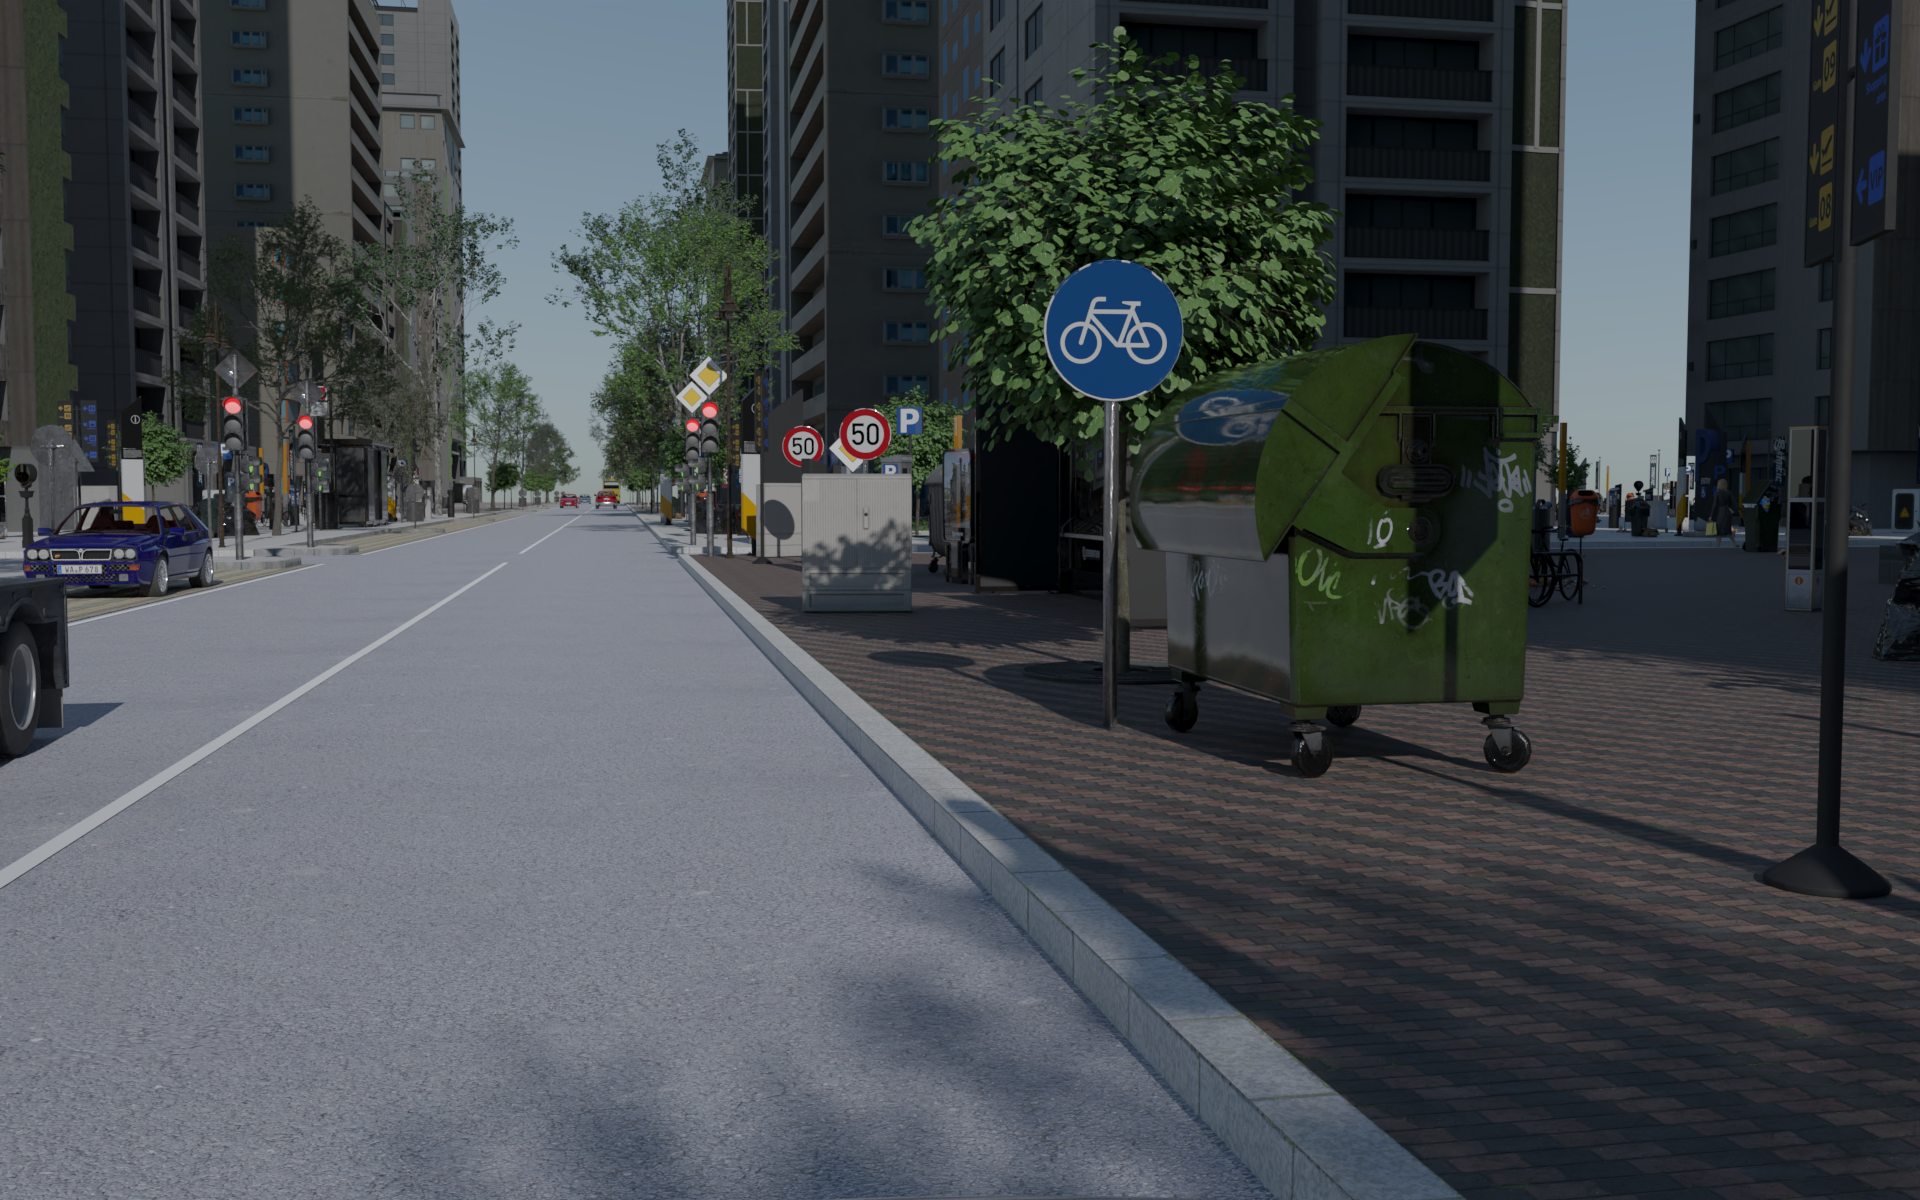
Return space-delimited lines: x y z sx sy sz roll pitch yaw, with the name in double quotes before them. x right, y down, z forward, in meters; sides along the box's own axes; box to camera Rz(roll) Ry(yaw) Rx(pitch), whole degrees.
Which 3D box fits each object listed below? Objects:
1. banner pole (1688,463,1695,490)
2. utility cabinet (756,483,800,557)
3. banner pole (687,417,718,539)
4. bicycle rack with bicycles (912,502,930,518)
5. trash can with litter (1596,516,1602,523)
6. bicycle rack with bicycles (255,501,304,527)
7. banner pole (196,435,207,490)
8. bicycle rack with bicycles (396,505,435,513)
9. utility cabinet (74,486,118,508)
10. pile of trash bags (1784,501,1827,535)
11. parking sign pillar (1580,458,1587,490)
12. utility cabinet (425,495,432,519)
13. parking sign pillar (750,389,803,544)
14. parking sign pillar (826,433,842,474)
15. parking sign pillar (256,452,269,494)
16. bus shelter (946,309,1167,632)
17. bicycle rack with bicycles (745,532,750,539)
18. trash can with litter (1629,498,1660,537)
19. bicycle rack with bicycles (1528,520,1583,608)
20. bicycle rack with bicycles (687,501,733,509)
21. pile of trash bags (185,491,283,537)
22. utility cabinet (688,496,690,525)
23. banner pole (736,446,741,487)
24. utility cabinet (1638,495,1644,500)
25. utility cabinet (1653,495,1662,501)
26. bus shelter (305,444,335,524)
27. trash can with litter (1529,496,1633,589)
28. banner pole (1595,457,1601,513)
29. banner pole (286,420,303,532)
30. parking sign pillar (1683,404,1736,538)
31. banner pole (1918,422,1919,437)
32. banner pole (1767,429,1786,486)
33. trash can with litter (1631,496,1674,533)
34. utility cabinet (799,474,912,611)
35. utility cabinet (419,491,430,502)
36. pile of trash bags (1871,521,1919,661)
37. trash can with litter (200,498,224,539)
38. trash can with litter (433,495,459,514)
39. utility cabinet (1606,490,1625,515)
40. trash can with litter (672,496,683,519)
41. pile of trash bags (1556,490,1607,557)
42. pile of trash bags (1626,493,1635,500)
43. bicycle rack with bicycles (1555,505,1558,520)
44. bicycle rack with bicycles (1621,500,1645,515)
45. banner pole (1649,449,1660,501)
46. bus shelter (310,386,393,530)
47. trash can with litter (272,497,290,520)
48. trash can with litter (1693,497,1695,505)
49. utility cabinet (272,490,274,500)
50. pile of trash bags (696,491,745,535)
"banner pole" 50.943 -8.017 121.087 0.401 3.779 0.863 -3 5 -41
"utility cabinet" -3.592 -1.623 35.215 1.173 1.500 0.318 -3 5 -44
"banner pole" -7.409 -3.660 49.862 0.863 3.779 0.401 -1 4 -21
"bicycle rack with bicycles" -1.198 -4.162 81.433 2.852 0.926 2.925 -1 4 -11
"trash can with litter" 28.037 -4.027 77.234 1.055 1.170 0.624 -1 4 -12
"bicycle rack with bicycles" -27.489 -3.249 66.504 2.925 0.926 2.852 2 4 26
"banner pole" -32.300 -5.127 73.846 0.863 3.779 0.401 2 4 35
"bicycle rack with bicycles" -33.335 -5.693 106.461 2.925 0.926 2.852 -3 4 -39
"utility cabinet" -23.226 -2.316 46.546 1.173 1.500 0.318 1 4 17
"pile of trash bags" 27.943 -2.889 56.980 3.447 1.369 1.912 1 4 15
"parking sign pillar" 45.831 -8.539 128.083 1.447 3.967 1.447 3 5 45
"utility cabinet" -27.089 -4.716 88.268 0.306 1.237 1.020 -1 4 -14
"parking sign pillar" -4.678 -3.419 44.377 1.447 3.967 1.447 -2 4 -34
"parking sign pillar" -5.479 -5.339 75.770 1.447 3.967 1.447 -1 4 -16
"parking sign pillar" -42.650 -7.175 105.789 1.447 3.967 1.447 0 4 6
"bus shelter" 1.269 -1.705 19.155 1.731 3.624 6.357 -1 4 -11
"bicycle rack with bicycles" -4.427 -2.151 48.546 2.852 0.926 2.925 -2 4 -30
"trash can with litter" 20.482 -2.465 51.692 0.624 1.170 1.055 -1 4 -16
"bicycle rack with bicycles" 6.233 -0.433 20.455 2.925 0.926 2.852 -2 4 -27
"bicycle rack with bicycles" -12.251 -4.456 86.234 2.852 0.926 2.925 1 4 16
"pile of trash bags" -22.573 -2.680 53.572 1.912 1.369 3.447 0 4 6
"utility cabinet" -10.982 -3.705 71.744 0.306 1.237 1.020 -2 4 -27
"banner pole" -9.861 -5.470 79.455 0.863 3.779 0.401 0 4 -3
"utility cabinet" 34.511 -4.685 87.756 0.306 1.237 1.020 1 4 22
"utility cabinet" 41.029 -5.511 101.260 1.020 1.237 0.306 1 4 13
"bus shelter" -28.246 -5.332 78.469 1.731 3.624 6.357 -1 4 -11
"trash can with litter" 8.414 -0.825 24.539 1.678 1.210 2.233 2 4 30
"banner pole" 42.809 -7.720 116.237 0.401 3.779 0.863 0 4 -4
"banner pole" -22.612 -4.203 58.730 0.401 3.779 0.863 -3 4 -37
"parking sign pillar" 22.316 -3.854 51.483 1.447 3.967 1.447 0 4 2
"banner pole" 29.798 -3.873 53.347 0.863 3.779 0.401 -1 4 -13
"banner pole" 31.307 -4.682 66.568 0.401 3.779 0.863 -3 5 -45
"trash can with litter" 22.800 -2.845 57.577 2.233 1.210 1.678 1 4 18
"utility cabinet" -1.115 -0.617 18.771 1.173 1.500 0.318 0 4 -3
"utility cabinet" -33.685 -6.088 108.215 0.318 1.500 1.173 3 4 39
"pile of trash bags" 8.680 -0.195 12.939 1.912 1.369 3.447 -3 5 -42
"trash can with litter" -21.755 -2.380 50.299 0.624 1.170 1.055 -1 4 -18
"trash can with litter" -33.335 -6.115 111.038 2.233 1.210 1.678 -1 4 -14
"utility cabinet" 40.388 -5.995 106.699 1.173 1.500 0.318 -1 4 -23
"trash can with litter" -14.653 -4.785 89.622 0.624 1.170 1.055 -3 5 -39
"pile of trash bags" 11.238 -1.562 35.295 3.447 1.369 1.912 1 4 9
"pile of trash bags" 44.905 -6.638 118.280 3.447 1.369 1.912 -2 4 -35
"bicycle rack with bicycles" 27.977 -4.062 79.793 2.852 0.926 2.925 3 5 40
"bicycle rack with bicycles" 41.426 -5.556 104.226 2.925 0.926 2.852 2 4 30
"banner pole" 38.879 -6.535 96.866 0.863 3.779 0.401 -1 4 -20
"bus shelter" -23.568 -5.455 66.825 2.179 5.291 8.768 -1 4 -11
"trash can with litter" -36.302 -4.934 92.066 0.624 1.170 1.055 0 4 2
"trash can with litter" 42.447 -5.415 99.929 0.624 1.170 1.055 0 4 7
"utility cabinet" -40.341 -5.655 101.142 0.318 1.500 1.173 -2 4 -31
"pile of trash bags" -7.848 -2.855 56.432 1.912 1.369 3.447 -2 4 -30
